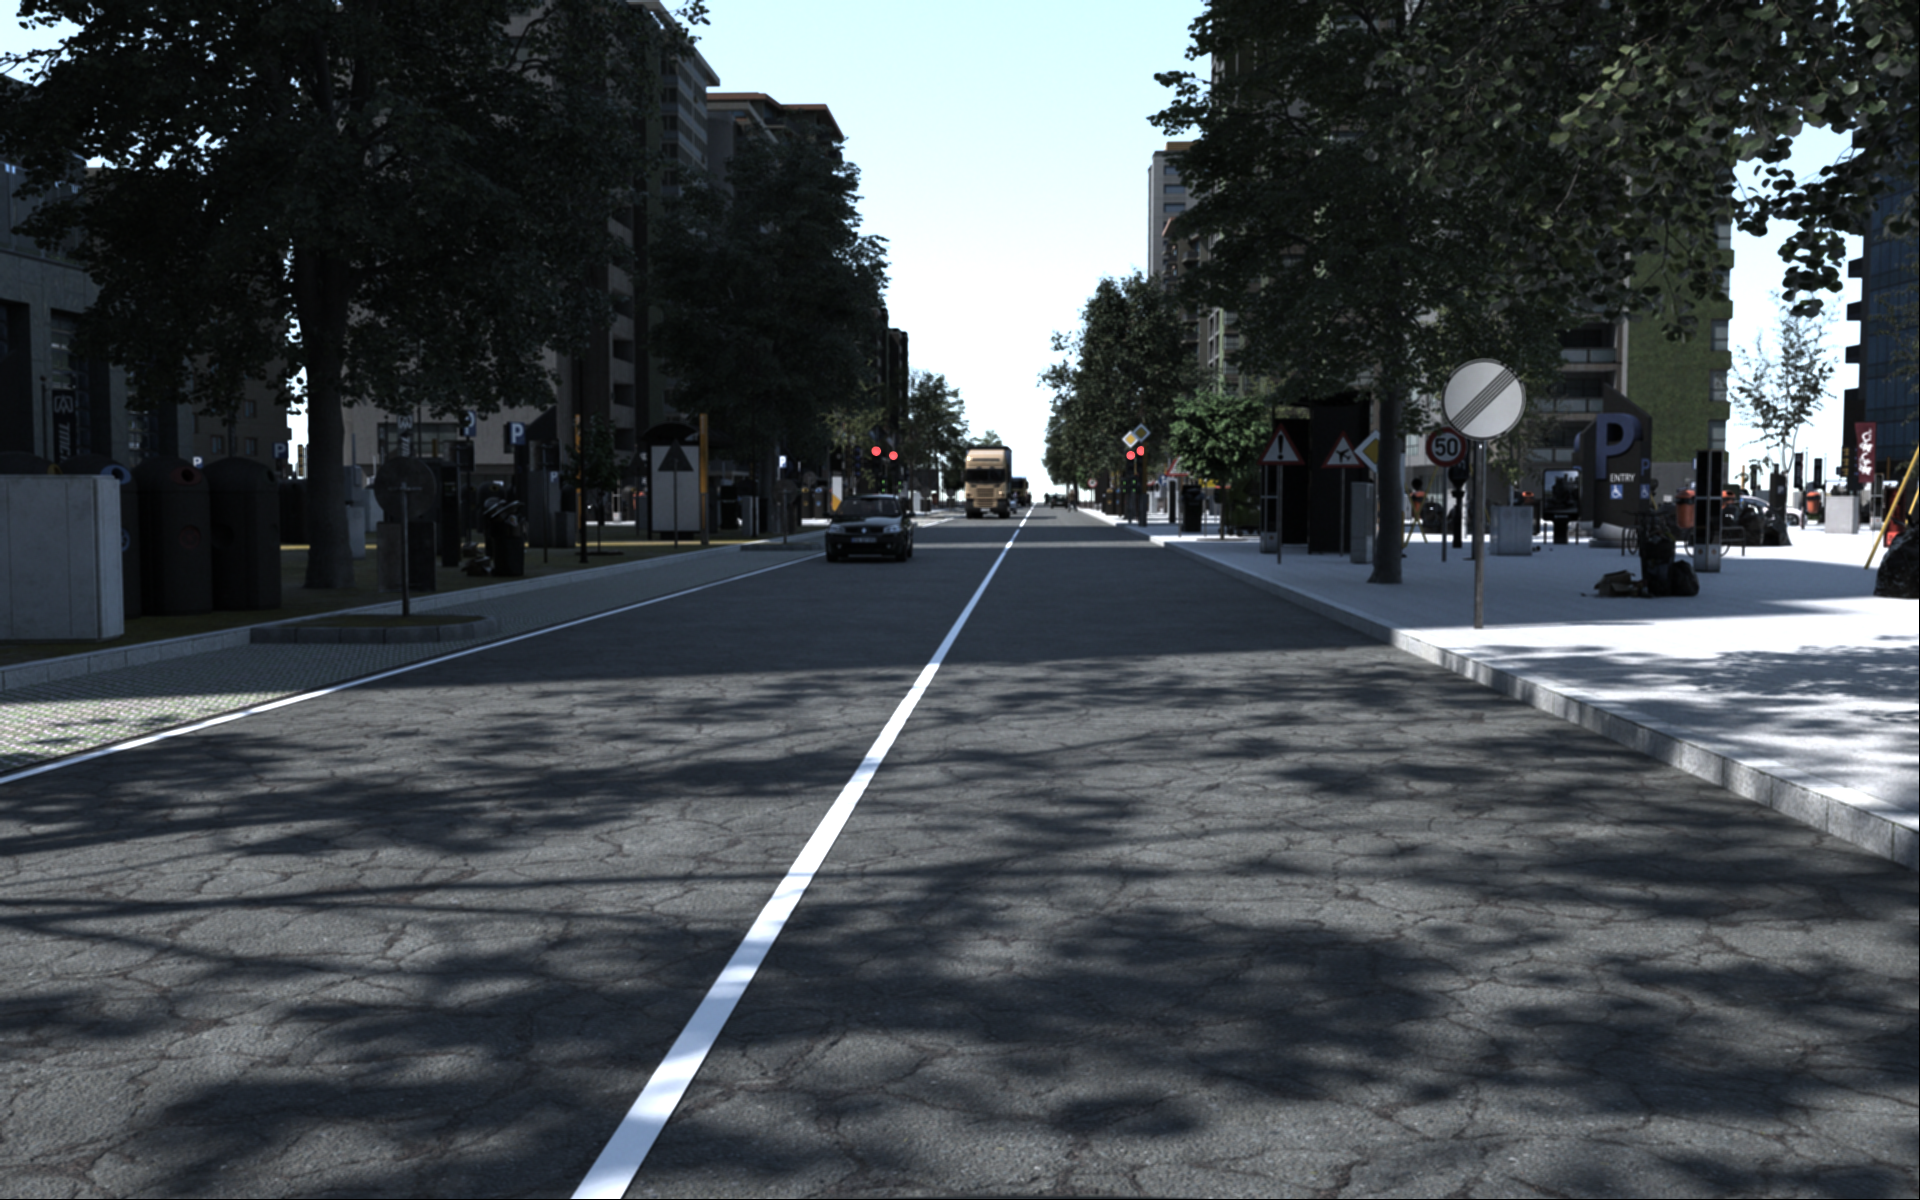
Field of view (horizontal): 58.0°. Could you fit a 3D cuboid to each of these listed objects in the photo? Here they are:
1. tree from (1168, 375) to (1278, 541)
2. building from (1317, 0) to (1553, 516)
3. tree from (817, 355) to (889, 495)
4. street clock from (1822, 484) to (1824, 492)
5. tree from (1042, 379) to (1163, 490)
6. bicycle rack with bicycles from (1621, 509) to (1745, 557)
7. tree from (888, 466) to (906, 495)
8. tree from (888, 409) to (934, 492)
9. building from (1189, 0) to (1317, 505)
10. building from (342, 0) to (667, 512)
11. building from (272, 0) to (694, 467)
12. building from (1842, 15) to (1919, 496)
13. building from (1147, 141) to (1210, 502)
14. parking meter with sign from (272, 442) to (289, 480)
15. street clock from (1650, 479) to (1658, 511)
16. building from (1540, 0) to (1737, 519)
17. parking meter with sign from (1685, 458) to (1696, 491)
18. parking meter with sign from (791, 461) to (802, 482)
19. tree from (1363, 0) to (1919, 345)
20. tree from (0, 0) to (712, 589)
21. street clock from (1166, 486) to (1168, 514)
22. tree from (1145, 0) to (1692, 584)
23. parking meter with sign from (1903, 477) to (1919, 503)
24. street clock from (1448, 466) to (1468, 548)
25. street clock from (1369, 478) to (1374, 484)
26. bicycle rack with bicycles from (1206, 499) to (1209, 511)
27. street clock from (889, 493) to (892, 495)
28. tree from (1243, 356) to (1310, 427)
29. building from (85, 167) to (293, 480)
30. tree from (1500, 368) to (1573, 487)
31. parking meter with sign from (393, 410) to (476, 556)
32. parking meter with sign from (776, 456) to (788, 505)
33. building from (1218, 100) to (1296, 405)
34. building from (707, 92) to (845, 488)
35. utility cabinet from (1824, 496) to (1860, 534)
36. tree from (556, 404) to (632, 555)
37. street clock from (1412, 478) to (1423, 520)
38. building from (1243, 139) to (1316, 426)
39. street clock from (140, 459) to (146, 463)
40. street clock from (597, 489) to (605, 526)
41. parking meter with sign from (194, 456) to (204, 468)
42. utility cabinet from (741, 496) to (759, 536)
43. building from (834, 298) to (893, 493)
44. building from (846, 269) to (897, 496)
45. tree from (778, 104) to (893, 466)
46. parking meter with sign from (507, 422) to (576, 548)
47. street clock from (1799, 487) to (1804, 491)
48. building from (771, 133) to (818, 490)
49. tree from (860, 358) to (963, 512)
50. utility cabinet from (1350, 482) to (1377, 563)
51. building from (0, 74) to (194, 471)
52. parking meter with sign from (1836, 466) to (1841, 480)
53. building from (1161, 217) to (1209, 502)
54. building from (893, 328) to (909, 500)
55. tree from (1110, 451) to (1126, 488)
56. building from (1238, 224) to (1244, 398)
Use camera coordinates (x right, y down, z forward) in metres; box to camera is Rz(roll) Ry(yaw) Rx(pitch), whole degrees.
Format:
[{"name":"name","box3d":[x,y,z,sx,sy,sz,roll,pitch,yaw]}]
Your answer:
[{"name":"tree","box3d":[7.234,-3.925,47.884,4.285,4.588,4.351,0,3,0]},{"name":"building","box3d":[31.730,-26.747,120.904,14.154,41.232,14.086,0,4,3]},{"name":"tree","box3d":[-5.373,-8.341,86.742,4.737,8.622,4.395,0,3,0]},{"name":"street clock","box3d":[62.755,-7.410,125.722,0.471,2.002,0.358,-2,4,-35]},{"name":"tree","box3d":[10.710,-11.399,120.793,7.601,10.594,8.767,2,4,24]},{"name":"bicycle rack with bicycles","box3d":[14.810,-1.379,35.922,2.925,0.926,2.852,-3,5,-43]},{"name":"tree","box3d":[-4.387,-6.882,107.115,1.663,3.219,1.824,0,3,0]},{"name":"tree","box3d":[-3.527,-11.388,136.558,4.360,8.622,3.978,0,3,0]},{"name":"building","box3d":[37.888,-46.605,200.244,20.563,71.187,20.611,0,4,3]},{"name":"building","box3d":[-25.087,-19.945,97.803,14.160,30.474,14.107,0,4,3]},{"name":"building","box3d":[-32.726,-27.018,133.618,32.217,40.220,23.993,0,4,3]},{"name":"building","box3d":[58.817,-27.139,93.838,14.200,45.320,14.600,0,4,3]},{"name":"building","box3d":[42.341,-46.042,294.790,21.231,58.520,28.212,0,4,3]},{"name":"parking meter with sign","box3d":[-22.954,-3.752,57.605,0.543,3.016,1.738,0,4,4]},{"name":"street clock","box3d":[32.541,-4.699,81.396,0.471,2.002,0.358,-2,4,-25]},{"name":"building","box3d":[32.255,-25.073,93.540,14.086,41.232,14.154,0,4,3]},{"name":"parking meter with sign","box3d":[35.840,-5.415,84.791,0.543,3.016,1.738,0,4,5]},{"name":"parking meter with sign","box3d":[-9.325,-5.866,92.175,1.738,3.016,0.543,-1,4,-12]},{"name":"tree","box3d":[6.125,-6.279,9.319,9.857,13.997,8.962,0,3,0]},{"name":"tree","box3d":[-8.563,-7.143,23.437,9.857,13.997,8.962,0,3,0]},{"name":"street clock","box3d":[13.499,-6.570,111.989,0.358,2.002,0.471,2,4,35]},{"name":"tree","box3d":[6.362,-6.537,25.008,7.486,12.596,7.792,0,3,0]},{"name":"parking meter with sign","box3d":[69.681,-7.982,126.771,1.738,3.016,0.543,0,4,-8]},{"name":"street clock","box3d":[11.855,-2.242,41.235,0.471,2.002,0.358,0,4,6]},{"name":"street clock","box3d":[18.466,-4.511,78.330,0.471,2.002,0.358,1,4,15]},{"name":"bicycle rack with bicycles","box3d":[18.273,-6.499,119.639,2.852,0.926,2.925,-1,4,-16]},{"name":"street clock","box3d":[-4.371,-6.381,108.892,0.358,2.002,0.471,0,4,-7]},{"name":"tree","box3d":[16.459,-8.534,89.894,4.737,8.622,4.395,0,3,0]},{"name":"building","box3d":[-61.606,-16.037,107.245,28.899,21.520,27.650,0,4,3]},{"name":"tree","box3d":[27.310,-8.194,84.333,4.360,8.622,3.978,0,3,0]},{"name":"parking meter with sign","box3d":[-11.015,-2.442,36.185,1.738,3.016,0.543,1,4,13]},{"name":"parking meter with sign","box3d":[-8.613,-5.006,78.103,1.738,3.016,0.543,-3,5,-43]},{"name":"building","box3d":[34.317,-30.562,183.276,14.154,41.232,14.086,0,4,3]},{"name":"building","box3d":[-24.587,-32.835,191.470,22.147,44.769,28.867,0,4,3]},{"name":"utility cabinet","box3d":[28.245,-2.710,55.469,0.306,1.237,1.020,-2,4,-26]},{"name":"tree","box3d":[-7.593,-2.580,36.789,1.663,3.219,1.824,0,3,0]},{"name":"street clock","box3d":[21.020,-4.593,79.661,0.471,2.002,0.358,2,4,27]},{"name":"building","box3d":[31.666,-22.729,143.315,14.160,30.474,14.107,0,4,3]},{"name":"street clock","box3d":[-16.571,-1.894,35.536,0.358,2.002,0.471,2,4,24]},{"name":"street clock","box3d":[-14.536,-4.017,70.241,0.358,2.002,0.471,-2,4,-24]},{"name":"parking meter with sign","box3d":[-35.406,-5.191,81.126,0.543,3.016,1.738,0,4,-5]},{"name":"utility cabinet","box3d":[-6.533,-2.620,53.998,0.306,1.237,1.020,1,4,8]},{"name":"building","box3d":[-18.110,-29.743,258.005,14.160,30.474,14.107,0,4,3]},{"name":"building","box3d":[-26.074,-35.794,277.114,32.217,40.220,23.993,0,4,3]},{"name":"tree","box3d":[-6.659,-9.281,58.398,9.857,13.997,8.962,0,3,0]},{"name":"parking meter with sign","box3d":[-10.009,-2.772,41.582,1.738,3.016,0.543,2,4,28]},{"name":"street clock","box3d":[71.985,-8.789,148.265,0.358,2.002,0.471,0,4,2]},{"name":"building","box3d":[-30.328,-28.937,165.006,32.217,40.220,23.993,0,4,3]},{"name":"tree","box3d":[-3.575,-11.341,119.830,8.767,10.594,7.601,2,4,34]},{"name":"utility cabinet","box3d":[7.563,-1.449,32.371,0.318,1.500,1.173,1,4,22]},{"name":"building","box3d":[-41.118,-44.721,43.855,31.000,86.520,22.319,0,4,3]},{"name":"parking meter with sign","box3d":[55.502,-6.864,108.482,0.543,3.016,1.738,0,4,2]},{"name":"building","box3d":[42.456,-37.430,266.608,22.147,44.769,28.867,0,4,3]},{"name":"building","box3d":[-16.246,-32.067,295.989,14.160,30.474,14.107,0,4,3]},{"name":"tree","box3d":[11.543,-10.881,128.271,4.737,8.622,4.395,0,3,0]},{"name":"building","box3d":[34.131,-24.332,169.527,14.160,30.474,14.107,0,4,3]}]
